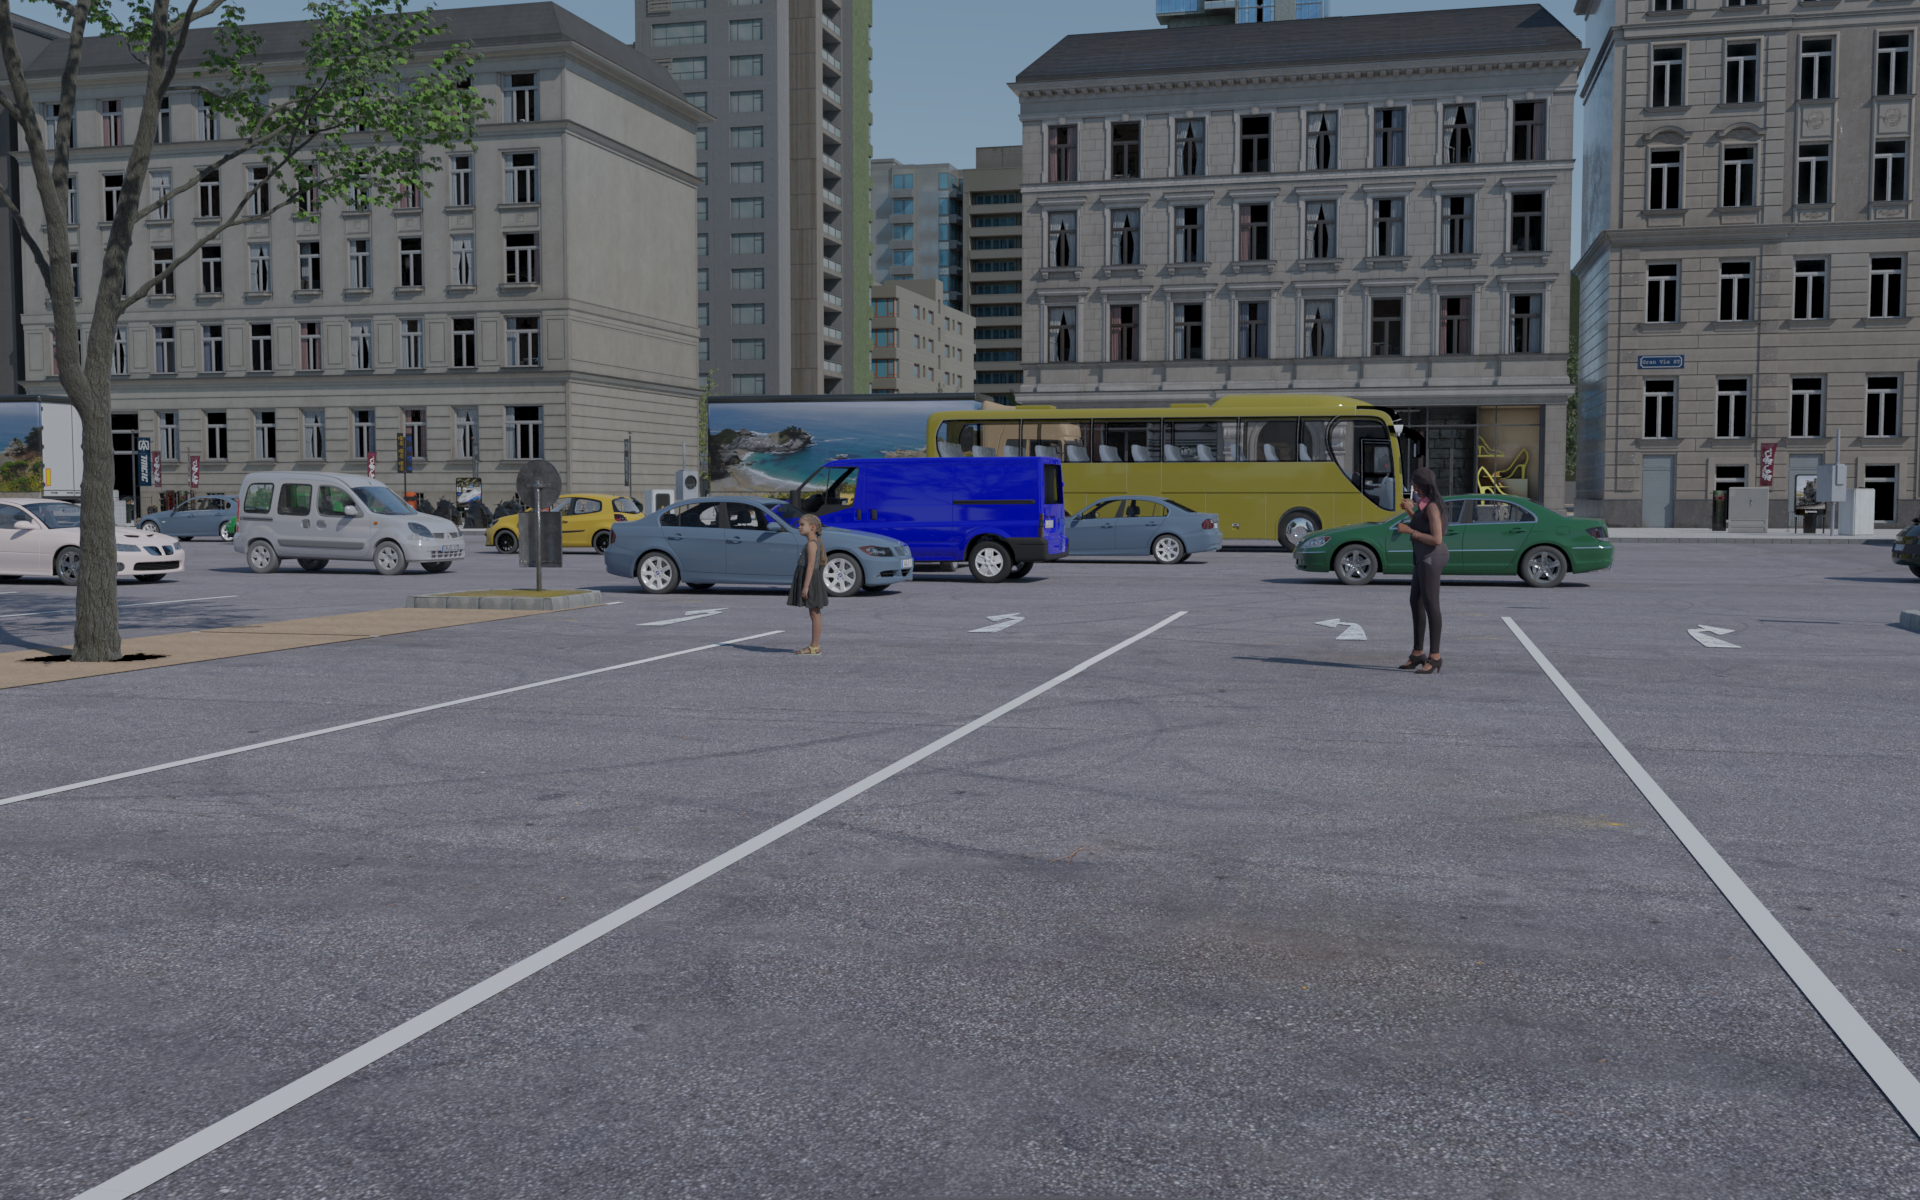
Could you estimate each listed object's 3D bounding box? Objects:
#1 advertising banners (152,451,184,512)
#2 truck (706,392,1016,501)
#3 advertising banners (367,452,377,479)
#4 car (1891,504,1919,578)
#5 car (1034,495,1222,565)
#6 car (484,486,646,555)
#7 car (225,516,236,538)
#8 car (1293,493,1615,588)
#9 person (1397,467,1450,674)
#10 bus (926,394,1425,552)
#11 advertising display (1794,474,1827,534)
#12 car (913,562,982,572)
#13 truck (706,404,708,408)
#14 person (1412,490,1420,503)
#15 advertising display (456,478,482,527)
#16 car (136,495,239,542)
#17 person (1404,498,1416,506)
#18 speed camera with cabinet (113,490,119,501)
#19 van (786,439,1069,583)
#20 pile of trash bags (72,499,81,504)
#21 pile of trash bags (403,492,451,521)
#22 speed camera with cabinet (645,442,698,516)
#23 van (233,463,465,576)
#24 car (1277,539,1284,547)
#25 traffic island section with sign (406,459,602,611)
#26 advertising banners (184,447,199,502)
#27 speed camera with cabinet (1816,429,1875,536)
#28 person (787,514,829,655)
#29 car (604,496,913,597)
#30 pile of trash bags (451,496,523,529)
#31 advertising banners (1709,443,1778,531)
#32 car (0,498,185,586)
[{"bbox_3d":[-31.743,-4.493,69.643,2.074,3.025,0.090,2,4,26],"label":"advertising banners"},{"bbox_3d":[-1.493,-3.700,49.413,11.283,4.237,2.839,1,4,13],"label":"truck"},{"bbox_3d":[-24.816,-4.604,71.462,0.090,3.025,2.074,2,4,28],"label":"advertising banners"},{"bbox_3d":[17.344,-1.103,27.815,4.222,1.686,2.009,1,4,14],"label":"car"},{"bbox_3d":[3.216,-1.483,36.257,4.499,1.417,2.014,1,4,15],"label":"car"},{"bbox_3d":[-9.484,-1.928,41.749,3.980,1.641,2.015,1,4,15],"label":"car"},{"bbox_3d":[-18.572,-2.472,49.218,4.718,1.807,1.959,1,4,15],"label":"car"},{"bbox_3d":[7.802,-0.965,27.573,4.920,1.459,2.131,1,4,14],"label":"car"},{"bbox_3d":[3.677,-0.241,13.909,0.415,1.643,0.593,-2,4,-30],"label":"person"},{"bbox_3d":[5.352,-3.192,43.741,12.252,3.916,2.896,1,4,13],"label":"bus"},{"bbox_3d":[27.544,-3.112,56.102,0.974,1.923,0.123,1,4,9],"label":"advertising display"},{"bbox_3d":[-0.612,-1.270,33.345,1.945,1.354,3.894,1,4,13],"label":"car"},{"bbox_3d":[-2.010,-3.907,52.795,11.283,4.237,2.839,1,4,15],"label":"truck"},{"bbox_3d":[13.400,-2.542,50.980,0.530,1.710,0.541,0,4,6],"label":"person"},{"bbox_3d":[-19.107,-3.804,67.416,0.974,1.923,0.123,-1,4,-13],"label":"advertising display"},{"bbox_3d":[-22.705,-2.476,52.478,4.499,1.417,2.014,1,4,14],"label":"car"},{"bbox_3d":[8.858,-1.307,33.785,0.435,1.345,0.340,2,4,25],"label":"person"},{"bbox_3d":[-35.093,-4.703,71.232,0.660,3.252,2.038,-1,4,-18],"label":"speed camera with cabinet"},{"bbox_3d":[-0.882,-1.504,28.981,5.245,2.365,2.240,1,4,15],"label":"van"},{"bbox_3d":[-40.191,-4.284,79.796,3.447,1.369,1.912,3,4,36],"label":"pile of trash bags"},{"bbox_3d":[-21.397,-3.654,69.489,1.912,1.369,3.447,0,4,7],"label":"pile of trash bags"},{"bbox_3d":[-10.926,-4.358,65.590,2.038,3.252,0.660,-3,5,-42],"label":"speed camera with cabinet"},{"bbox_3d":[-11.069,-1.498,31.507,4.112,2.044,2.013,1,4,16],"label":"van"},{"bbox_3d":[7.486,-2.327,46.714,5.304,1.827,2.281,1,4,14],"label":"car"},{"bbox_3d":[-5.708,-0.866,22.290,2.006,1.907,1.989,1,4,14],"label":"traffic island section with sign"},{"bbox_3d":[-29.055,-4.239,65.502,0.090,3.025,2.074,-1,4,-17],"label":"advertising banners"},{"bbox_3d":[27.277,-3.608,53.324,2.038,3.252,0.660,-2,4,-27],"label":"speed camera with cabinet"},{"bbox_3d":[-1.358,-0.139,15.441,0.373,1.253,0.362,0,4,-2],"label":"person"},{"bbox_3d":[-2.899,-0.805,25.161,4.499,1.417,2.014,1,4,15],"label":"car"},{"bbox_3d":[-16.778,-3.340,64.364,3.447,1.369,1.912,1,4,16],"label":"pile of trash bags"},{"bbox_3d":[26.911,-3.873,59.513,2.074,3.025,0.090,2,4,23],"label":"advertising banners"},{"bbox_3d":[-14.977,-0.965,28.135,4.827,1.381,2.083,1,4,15],"label":"car"}]
